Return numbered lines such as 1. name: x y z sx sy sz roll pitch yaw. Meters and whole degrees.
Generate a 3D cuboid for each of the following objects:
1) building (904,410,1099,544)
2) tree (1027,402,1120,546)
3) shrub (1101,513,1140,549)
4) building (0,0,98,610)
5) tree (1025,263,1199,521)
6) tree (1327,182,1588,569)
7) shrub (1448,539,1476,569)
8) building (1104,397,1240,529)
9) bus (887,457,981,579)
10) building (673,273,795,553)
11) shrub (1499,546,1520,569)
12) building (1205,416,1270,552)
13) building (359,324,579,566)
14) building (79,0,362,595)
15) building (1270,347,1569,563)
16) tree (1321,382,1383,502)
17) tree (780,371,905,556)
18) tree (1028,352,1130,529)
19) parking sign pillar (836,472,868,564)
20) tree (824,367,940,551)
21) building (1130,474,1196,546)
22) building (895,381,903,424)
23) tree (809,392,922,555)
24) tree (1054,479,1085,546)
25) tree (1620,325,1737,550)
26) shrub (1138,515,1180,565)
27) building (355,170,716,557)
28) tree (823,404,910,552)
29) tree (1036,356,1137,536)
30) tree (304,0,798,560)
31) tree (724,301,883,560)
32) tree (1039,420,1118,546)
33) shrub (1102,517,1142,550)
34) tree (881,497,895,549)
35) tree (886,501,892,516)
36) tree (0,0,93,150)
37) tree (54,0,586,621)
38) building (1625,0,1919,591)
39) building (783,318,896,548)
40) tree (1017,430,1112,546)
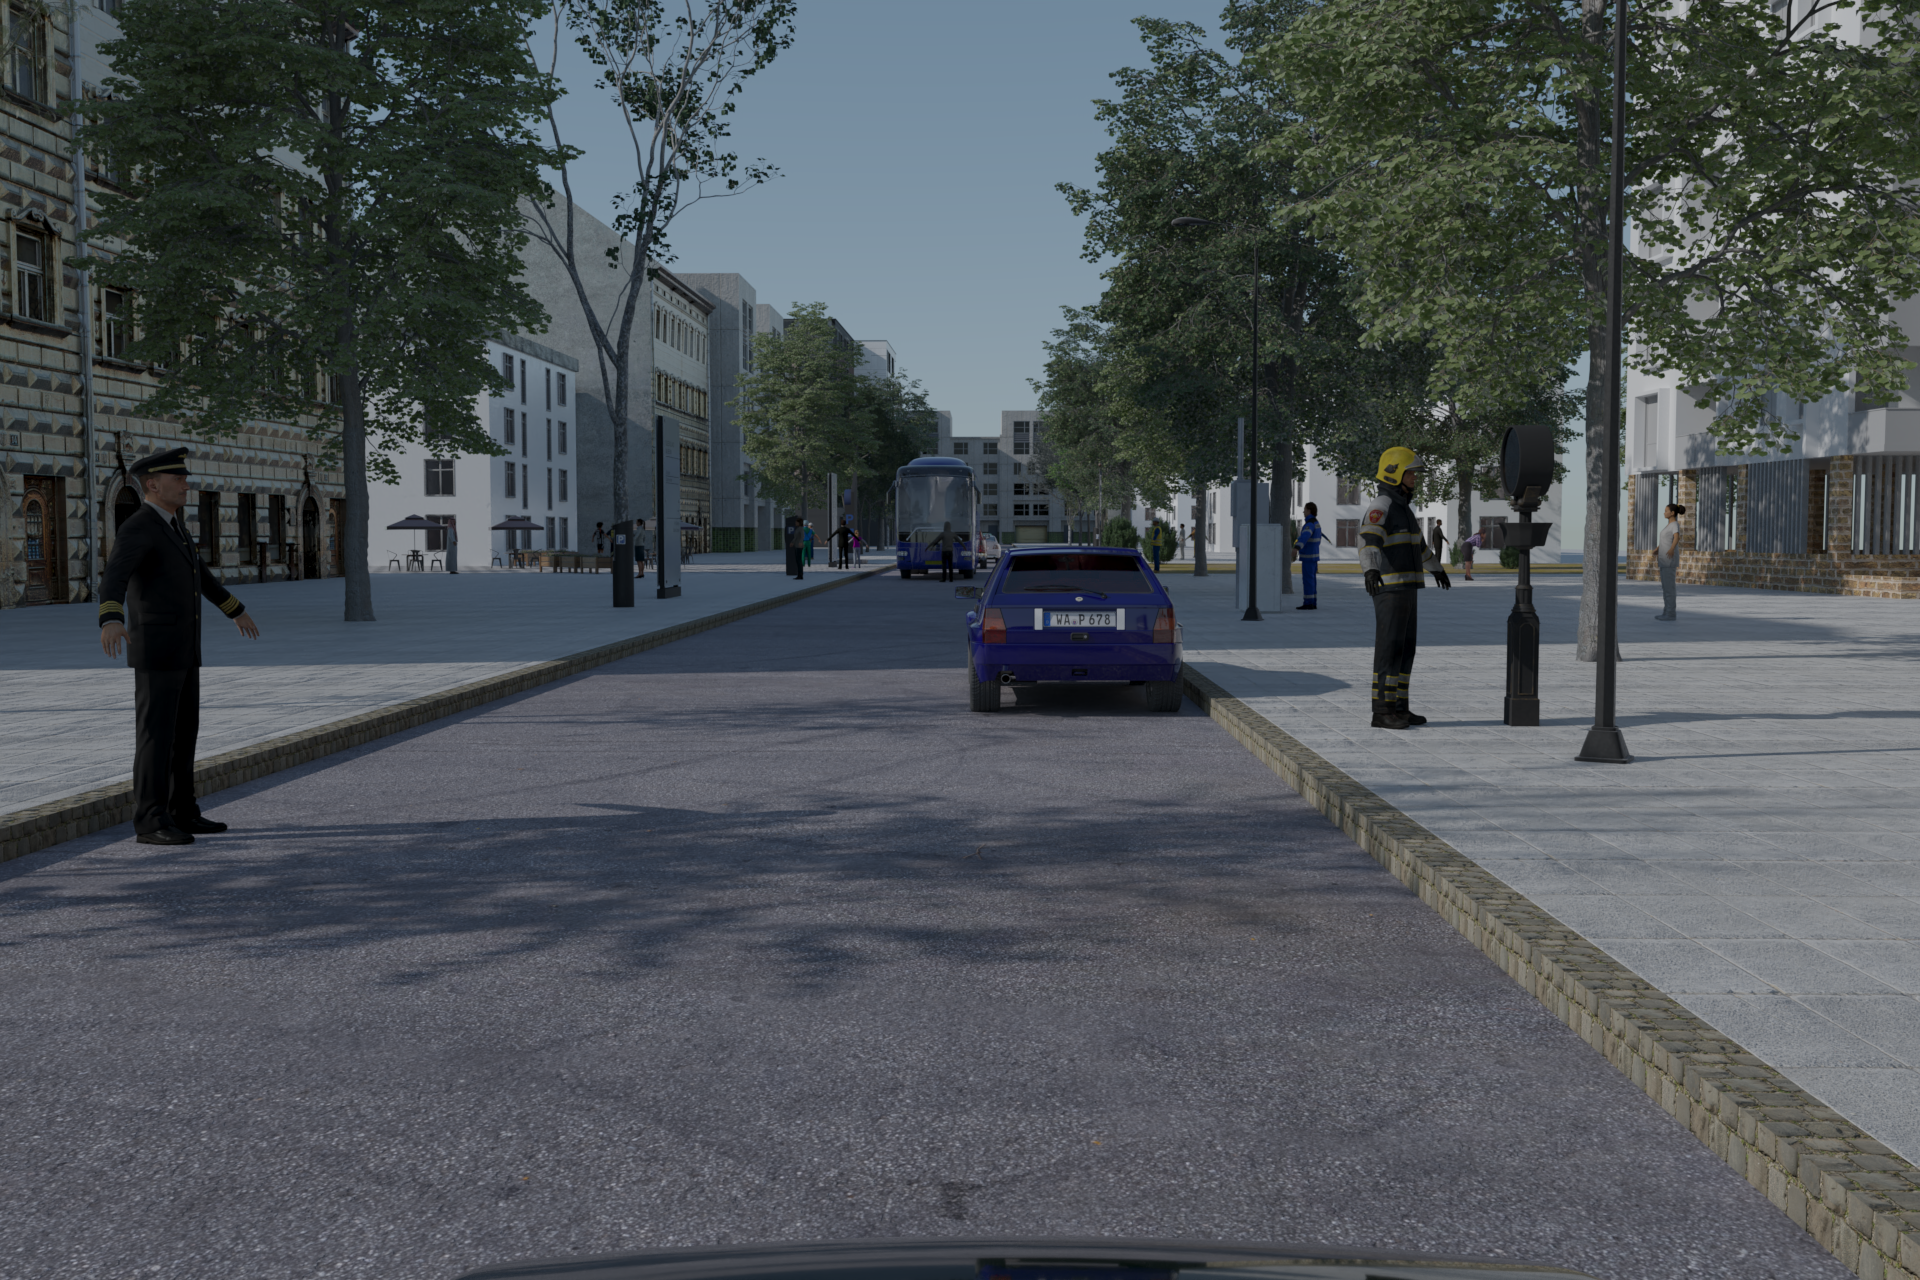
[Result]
1. building: 6.040 -23.554 254.024 31.486 18.905 16.747 0 4 1
2. tree: 9.721 -13.925 138.041 12.009 13.543 11.850 0 3 0
3. shrub: 6.040 -3.827 66.618 1.661 2.075 1.752 0 3 0
4. building: -25.544 -11.740 22.881 19.493 23.208 18.063 0 4 1
5. tree: 7.962 -10.817 83.512 9.857 13.997 8.962 0 3 0
6. tree: 18.307 -9.558 62.936 9.857 13.997 8.962 0 3 0
7. shrub: 18.372 -3.196 63.373 1.383 1.207 1.383 0 3 0
8. building: 27.625 -23.981 223.024 19.493 23.208 18.063 0 4 1
9. bus: -0.659 -4.120 58.912 2.896 3.916 12.251 0 4 1
10. building: -22.970 -16.331 133.472 16.747 18.905 31.486 0 4 1
11. shrub: 20.124 -3.187 63.218 1.383 1.207 1.383 0 3 0
12. building: 22.775 -11.010 122.168 9.099 9.664 28.070 0 4 1
13. building: -22.868 -8.646 83.514 9.099 9.664 28.070 0 4 2
14. building: -27.380 -12.947 42.609 19.493 23.208 18.063 0 4 0
15. building: 22.751 -9.090 90.765 9.099 9.664 28.070 0 4 2
16. tree: 17.580 -7.540 73.639 4.737 8.622 4.395 0 3 0
17. tree: -6.763 -10.120 99.876 8.767 10.594 7.601 1 4 17
18. tree: 9.106 -12.452 113.957 12.009 13.543 11.850 0 3 0
19. parking sign pillar: -4.714 -5.291 74.975 1.447 3.967 1.447 0 4 2
20. tree: -6.180 -13.811 132.458 9.857 13.997 8.962 0 3 0
21. building: 23.989 -15.567 196.673 9.099 9.664 28.070 0 4 1
22. building: -22.478 -23.548 228.990 27.936 21.610 32.646 0 4 2
23. tree: -6.070 -10.654 108.608 8.767 10.594 7.601 1 4 17
24. tree: 9.492 -12.442 153.796 4.360 8.622 3.978 0 3 0
25. tree: 29.851 -9.337 70.780 7.486 12.596 7.792 0 3 0
26. shrub: 8.365 -4.203 72.757 1.661 2.075 1.752 0 3 0
27. building: -26.195 -16.850 106.427 19.493 23.208 18.063 0 4 2
28. tree: -6.151 -11.414 121.032 7.601 10.594 8.767 -1 4 -8
29. tree: 8.294 -10.717 100.979 9.928 11.665 9.643 0 3 0
30. tree: -9.486 -11.484 43.651 12.611 20.169 13.585 0 3 0
31. tree: -7.558 -10.167 84.363 7.486 12.596 7.792 0 3 0
32. tree: 9.561 -11.722 126.069 8.767 10.594 7.601 2 4 24
33. shrub: 7.036 -4.352 75.193 1.661 2.075 1.752 0 3 0
34. tree: -6.325 -11.976 146.171 4.360 8.622 3.978 0 3 0
35. tree: -5.665 -12.681 157.693 4.737 8.622 4.395 0 3 0
36. tree: -8.877 -3.766 11.939 4.360 8.622 3.978 0 3 0
37. tree: -9.045 -6.527 24.851 7.486 12.596 7.792 0 3 0
38. building: 23.675 -11.609 46.226 16.016 20.090 11.380 0 4 1
39. building: -21.719 -20.602 180.815 27.936 21.610 32.646 0 4 2
40. tree: 10.429 -15.377 161.789 12.009 13.543 11.850 0 3 0
